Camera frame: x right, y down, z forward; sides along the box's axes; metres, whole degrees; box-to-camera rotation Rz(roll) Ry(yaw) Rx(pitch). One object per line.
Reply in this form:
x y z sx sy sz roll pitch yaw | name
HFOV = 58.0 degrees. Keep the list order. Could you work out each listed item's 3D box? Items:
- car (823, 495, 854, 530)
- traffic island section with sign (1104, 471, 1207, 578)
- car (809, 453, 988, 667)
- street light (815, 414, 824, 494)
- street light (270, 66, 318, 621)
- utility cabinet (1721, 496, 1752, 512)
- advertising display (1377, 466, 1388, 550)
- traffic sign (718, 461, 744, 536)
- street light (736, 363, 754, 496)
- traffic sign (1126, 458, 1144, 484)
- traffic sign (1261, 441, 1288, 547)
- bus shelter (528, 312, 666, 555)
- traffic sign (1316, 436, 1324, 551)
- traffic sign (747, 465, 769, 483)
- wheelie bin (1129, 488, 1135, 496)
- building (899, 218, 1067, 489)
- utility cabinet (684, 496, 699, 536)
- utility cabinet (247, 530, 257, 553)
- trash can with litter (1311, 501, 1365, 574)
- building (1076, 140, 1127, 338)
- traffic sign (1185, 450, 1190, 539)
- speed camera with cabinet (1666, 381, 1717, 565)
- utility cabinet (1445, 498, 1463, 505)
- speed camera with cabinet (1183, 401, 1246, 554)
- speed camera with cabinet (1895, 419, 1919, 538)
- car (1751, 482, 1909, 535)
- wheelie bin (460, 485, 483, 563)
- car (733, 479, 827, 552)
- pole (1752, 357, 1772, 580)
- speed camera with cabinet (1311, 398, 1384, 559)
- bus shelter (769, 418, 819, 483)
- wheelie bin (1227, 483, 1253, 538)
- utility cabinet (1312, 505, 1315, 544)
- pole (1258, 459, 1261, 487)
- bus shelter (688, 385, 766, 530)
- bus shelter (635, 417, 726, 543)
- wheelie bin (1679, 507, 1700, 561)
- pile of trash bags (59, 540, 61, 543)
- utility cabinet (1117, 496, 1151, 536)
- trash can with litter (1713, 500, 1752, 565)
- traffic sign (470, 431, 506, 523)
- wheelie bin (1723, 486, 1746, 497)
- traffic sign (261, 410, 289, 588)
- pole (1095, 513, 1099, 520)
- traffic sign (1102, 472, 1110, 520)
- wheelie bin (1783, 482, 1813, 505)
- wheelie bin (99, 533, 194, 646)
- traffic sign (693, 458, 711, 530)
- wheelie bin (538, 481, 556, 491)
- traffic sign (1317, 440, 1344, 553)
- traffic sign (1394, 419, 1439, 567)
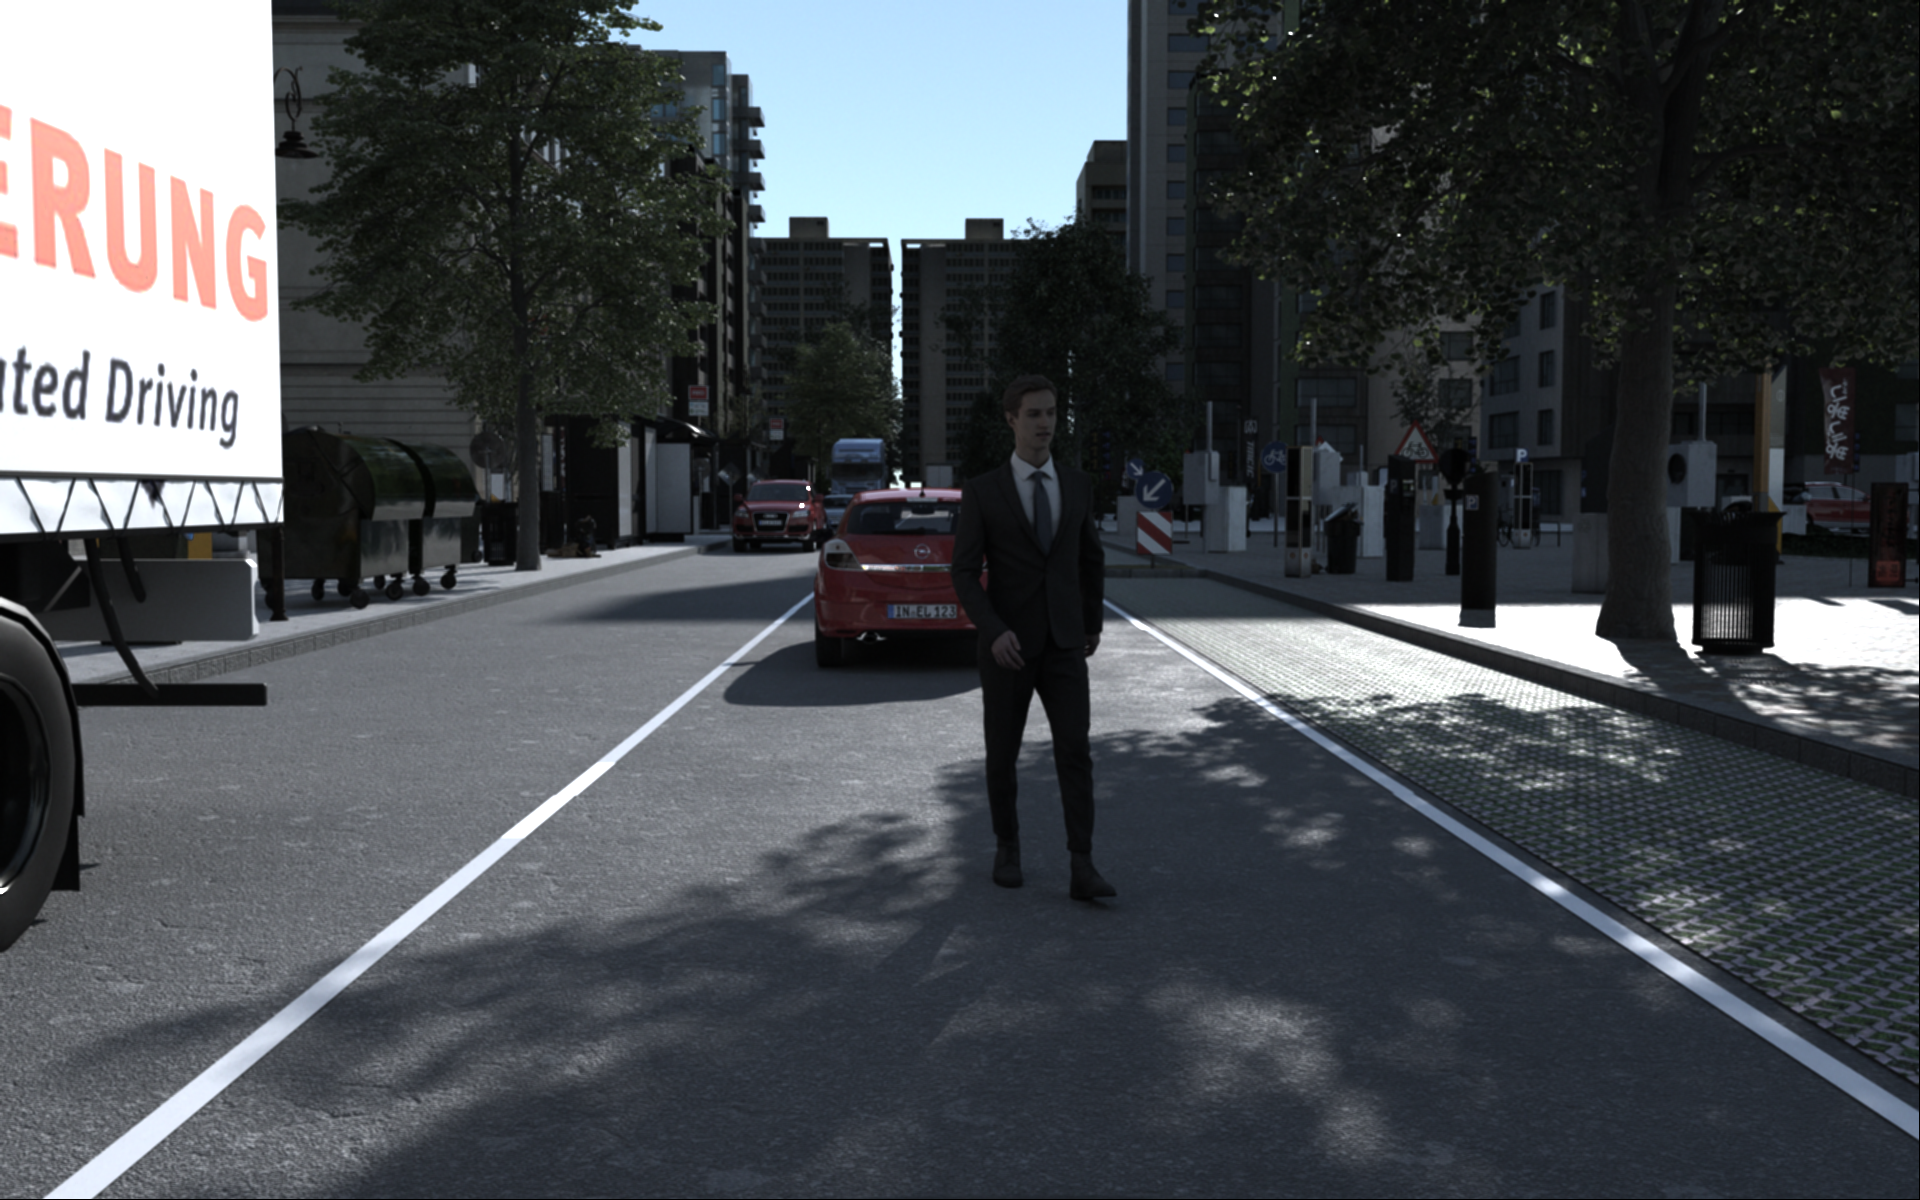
-4.264 -3.058 61.996 2.014 1.417 4.499 0 4 -2 | car
3.189 -1.324 30.283 1.989 1.847 2.006 0 4 -1 | traffic island section with sign
-0.337 -0.416 15.842 2.155 1.783 4.494 0 4 -1 | car
-8.116 -7.796 100.246 0.468 5.910 1.993 0 4 -1 | street light
-6.909 -2.728 17.397 0.468 5.910 1.993 0 4 -1 | street light
21.638 -2.271 48.297 1.020 1.237 0.306 -2 4 -34 | utility cabinet
9.951 -2.115 39.786 0.123 1.923 0.974 -2 4 -27 | advertising display
-6.998 -3.012 52.882 0.795 2.450 0.064 0 4 -1 | traffic sign
-7.549 -5.397 61.031 0.468 5.910 1.993 0 4 -1 | street light
6.280 -3.765 61.656 0.768 2.556 0.104 0 4 7 | traffic sign
7.637 -2.551 41.821 0.768 2.556 0.104 0 4 5 | traffic sign
-8.711 -3.870 40.914 2.179 5.291 8.768 0 4 -1 | bus shelter
8.015 -2.365 38.665 0.884 2.594 0.081 0 4 7 | traffic sign
-7.107 -3.500 60.866 0.795 2.450 0.064 0 4 -1 | traffic sign
9.264 -5.167 92.388 0.980 1.594 0.693 2 4 34 | wheelie bin
3.410 -33.943 246.846 23.993 40.220 32.217 0 4 -1 | building
-8.607 -2.598 53.637 1.020 1.237 0.306 -2 4 -26 | utility cabinet
-15.622 -1.605 37.400 0.306 1.237 1.020 3 5 44 | utility cabinet
5.919 -1.007 27.852 1.055 1.170 0.624 0 4 -3 | trash can with litter
26.864 -37.707 240.211 21.600 48.544 21.300 0 4 -1 | building
6.501 -3.036 49.650 0.884 2.594 0.081 0 4 7 | traffic sign
12.681 -2.241 30.971 0.660 3.252 2.038 -1 4 -8 | speed camera with cabinet
25.270 -4.718 88.298 1.020 1.237 0.306 2 4 25 | utility cabinet
5.555 -2.652 37.695 0.660 3.252 2.038 2 4 34 | speed camera with cabinet
21.928 -2.696 38.413 2.038 3.252 0.660 0 4 5 | speed camera with cabinet
28.896 -2.993 57.611 5.304 1.827 2.281 0 4 -2 | car
-9.321 -1.489 32.255 0.980 1.594 0.693 2 4 28 | wheelie bin
-4.569 -2.182 44.353 2.281 1.827 5.304 0 3 0 | car
11.940 -1.955 25.811 0.158 3.312 0.155 0 3 0 | pole
7.774 -2.506 35.304 0.660 3.252 2.038 -2 4 -27 | speed camera with cabinet
-9.071 -7.161 94.714 2.179 5.291 8.768 0 4 -1 | bus shelter
8.134 -2.641 51.095 0.980 1.594 0.693 -1 4 -22 | wheelie bin
8.818 -2.199 44.636 0.318 1.500 1.173 0 4 -6 | utility cabinet
17.278 -6.489 99.944 0.158 3.312 0.155 0 3 0 | pole
-8.948 -5.436 66.514 2.179 5.291 8.768 0 4 -1 | bus shelter
-7.879 -3.327 48.328 2.014 3.302 5.546 0 4 -1 | bus shelter
14.001 -1.571 33.586 0.693 1.594 0.980 2 4 34 | wheelie bin
-11.773 -0.693 21.078 1.912 1.369 3.447 0 4 -6 | pile of trash bags
5.345 -2.572 53.212 1.020 1.237 0.306 0 4 -2 | utility cabinet
13.901 -1.220 31.328 0.624 1.170 1.055 0 4 -3 | trash can with litter
-9.600 -2.145 35.182 0.768 2.556 0.104 1 4 9 | traffic sign
30.018 -3.620 67.097 0.693 1.594 0.980 -2 4 -33 | wheelie bin
-9.547 -1.442 23.682 0.768 2.556 0.104 0 4 5 | traffic sign
6.731 -5.584 85.134 0.158 3.312 0.155 0 3 0 | pole
7.205 -5.323 87.133 0.768 2.556 0.104 0 4 8 | traffic sign
21.803 -2.293 45.393 0.980 1.594 0.693 2 4 26 | wheelie bin
-7.027 -0.425 14.863 0.980 1.594 0.693 -1 4 -14 | wheelie bin
-9.223 -3.753 61.473 0.768 2.556 0.104 0 4 4 | traffic sign
-10.442 -2.170 43.385 0.693 1.594 0.980 0 4 1 | wheelie bin
7.877 -2.216 37.419 0.795 2.450 0.064 0 4 2 | traffic sign
7.928 -1.848 30.223 0.884 2.594 0.081 1 4 8 | traffic sign
